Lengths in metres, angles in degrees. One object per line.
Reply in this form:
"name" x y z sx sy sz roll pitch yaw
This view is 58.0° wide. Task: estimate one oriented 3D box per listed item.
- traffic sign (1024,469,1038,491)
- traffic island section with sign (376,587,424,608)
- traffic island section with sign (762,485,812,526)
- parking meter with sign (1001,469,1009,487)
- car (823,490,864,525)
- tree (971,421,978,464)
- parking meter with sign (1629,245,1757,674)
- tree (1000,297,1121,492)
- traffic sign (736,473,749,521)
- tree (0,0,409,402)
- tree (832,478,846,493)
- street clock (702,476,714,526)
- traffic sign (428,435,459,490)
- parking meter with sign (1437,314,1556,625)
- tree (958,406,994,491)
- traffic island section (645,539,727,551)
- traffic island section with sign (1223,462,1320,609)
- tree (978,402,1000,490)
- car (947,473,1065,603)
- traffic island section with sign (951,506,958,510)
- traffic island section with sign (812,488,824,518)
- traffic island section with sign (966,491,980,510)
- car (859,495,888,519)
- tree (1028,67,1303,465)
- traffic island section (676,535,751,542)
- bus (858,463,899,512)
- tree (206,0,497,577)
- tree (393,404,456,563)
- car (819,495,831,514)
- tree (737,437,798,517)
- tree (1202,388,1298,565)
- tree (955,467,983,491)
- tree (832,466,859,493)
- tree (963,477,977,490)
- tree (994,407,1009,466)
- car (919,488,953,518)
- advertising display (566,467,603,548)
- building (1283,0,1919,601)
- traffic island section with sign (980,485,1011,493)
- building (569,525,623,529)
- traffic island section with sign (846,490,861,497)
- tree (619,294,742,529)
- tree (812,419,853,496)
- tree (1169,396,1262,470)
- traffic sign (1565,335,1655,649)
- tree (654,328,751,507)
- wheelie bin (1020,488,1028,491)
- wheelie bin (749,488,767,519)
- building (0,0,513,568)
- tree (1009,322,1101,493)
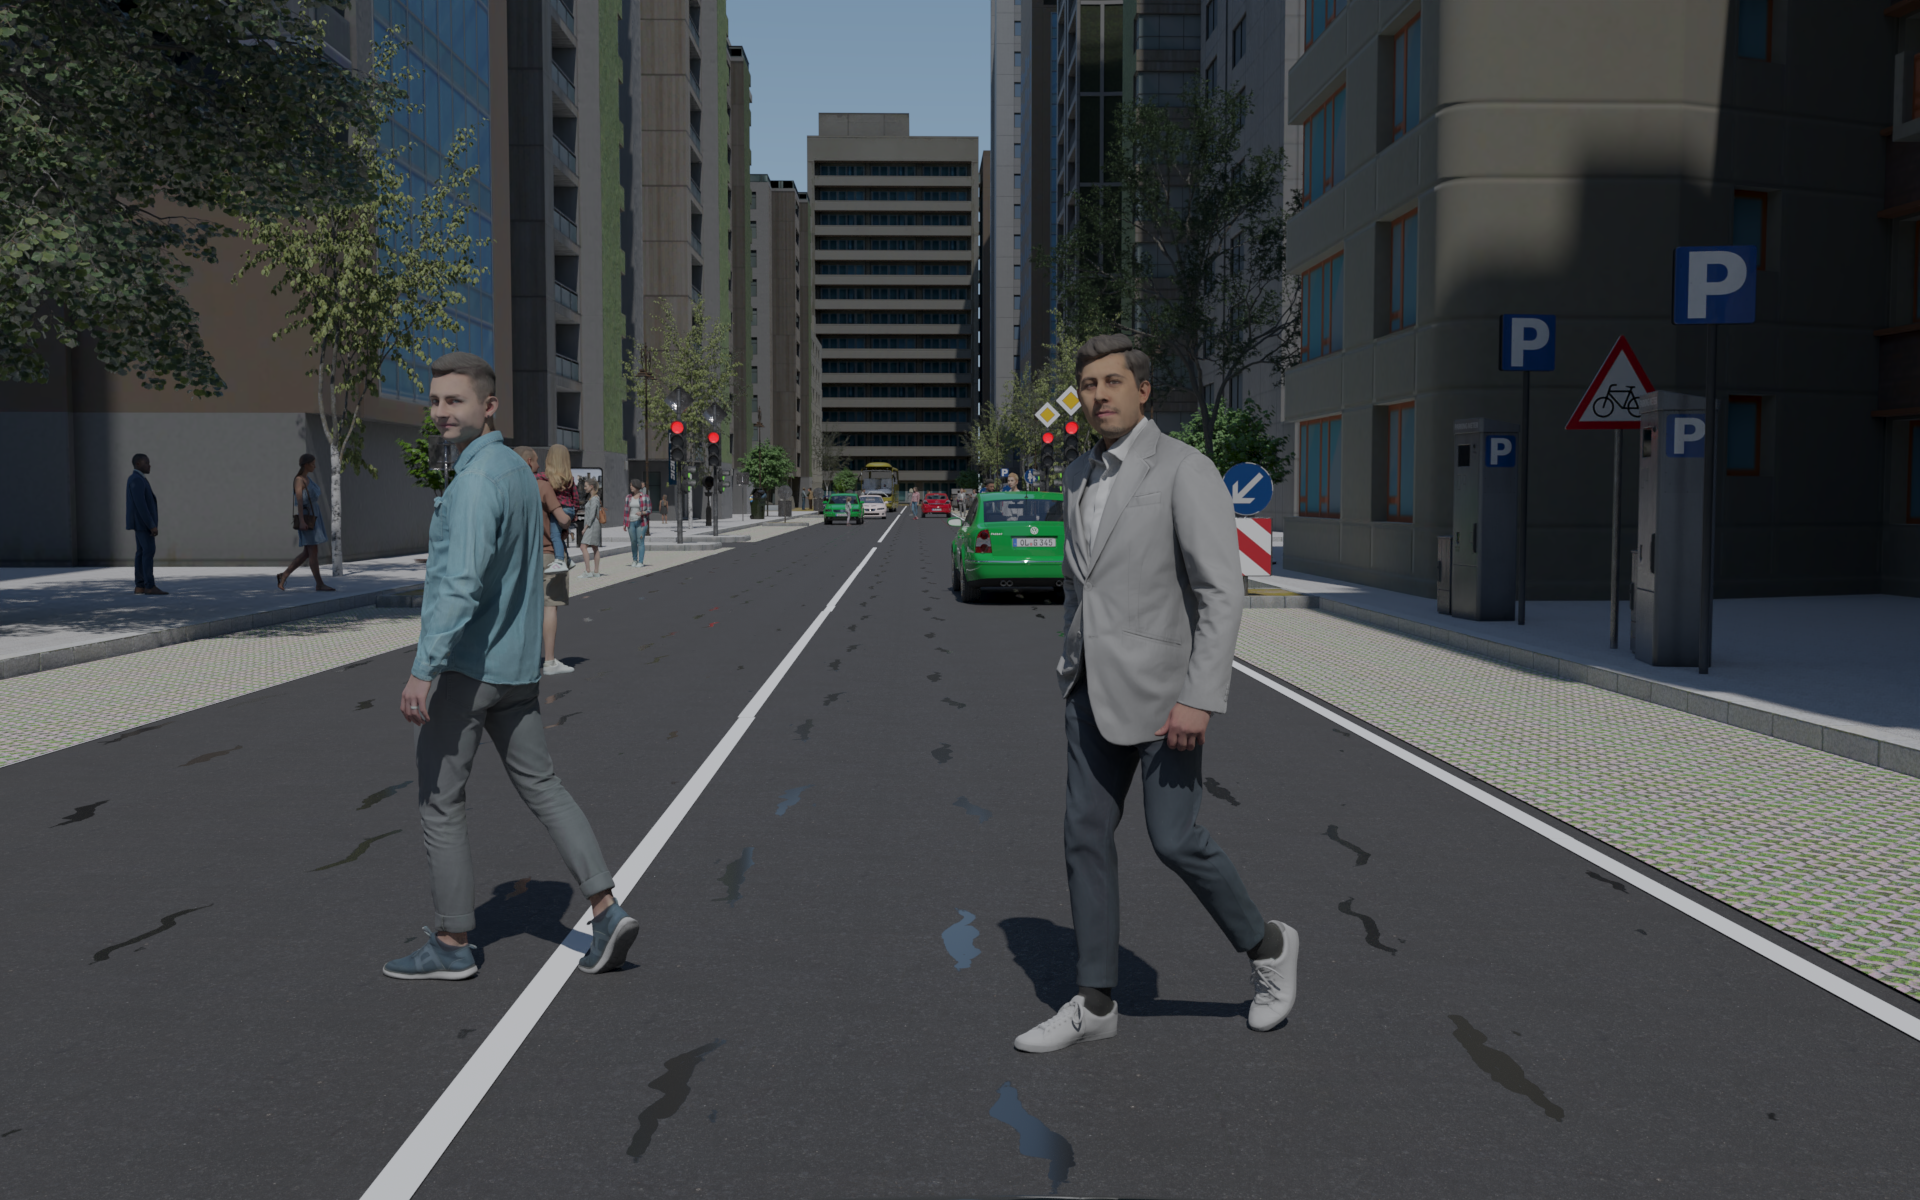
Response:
"traffic sign" 3.626 -5.345 87.502 0.768 2.556 0.104 0 4 3
"traffic island section with sign" -6.362 -0.858 22.654 1.989 1.847 2.006 0 4 -1
"traffic island section with sign" -7.762 -4.201 77.316 1.989 1.847 2.006 0 4 -1
"parking meter with sign" 3.098 -7.430 117.739 0.543 3.016 1.738 0 4 -3
"car" -5.491 -4.488 82.177 1.959 1.807 4.718 0 4 -1
"tree" 2.927 -11.198 133.453 4.737 8.622 4.395 0 3 0
"parking meter with sign" 5.438 -1.029 13.078 0.543 3.016 1.738 1 4 9
"tree" 4.553 -7.049 65.615 4.737 8.622 4.395 0 3 0
"traffic sign" -10.309 -4.898 82.210 0.606 2.300 0.079 0 4 1
"tree" -9.510 -6.668 15.676 9.857 13.997 8.962 0 3 0
"tree" -13.234 -12.190 193.909 1.663 3.219 1.824 0 3 0
"street clock" -10.032 -3.947 69.107 0.471 2.002 0.358 -3 4 -37
"traffic sign" -8.898 -1.706 30.028 0.606 2.300 0.079 0 4 -1
"parking meter with sign" 5.391 -1.312 17.704 0.543 3.016 1.738 0 4 -8
"tree" 2.259 -11.611 140.196 4.360 8.622 3.978 0 3 0
"traffic island section" -7.251 -1.373 44.730 2.009 0.180 2.903 0 4 -1
"traffic island section with sign" 3.468 -0.846 22.463 1.989 1.847 2.006 0 4 -1
"tree" 3.997 -8.985 97.262 4.737 8.622 4.395 0 3 0
"car" 0.828 -0.947 24.272 1.959 1.807 4.718 0 4 -3
"traffic island section with sign" 0.060 -8.933 154.688 1.989 1.847 2.006 0 4 -1
"traffic island section with sign" -8.461 -5.858 104.402 1.989 1.847 2.006 0 4 -1
"traffic island section with sign" 1.362 -5.879 104.757 1.989 1.847 2.006 0 4 -1
"car" -5.183 -5.371 100.176 2.083 1.381 4.827 0 4 -2
"tree" 5.520 -6.288 37.227 8.767 10.594 7.601 1 4 8
"traffic island section" -7.456 -1.861 52.712 2.009 0.180 2.903 0 4 -1
"bus" -6.386 -9.013 138.905 2.896 3.916 12.252 0 3 0
"tree" -9.479 -4.676 26.818 4.737 8.622 4.395 0 3 0
"tree" -9.872 -2.323 32.579 1.663 3.219 1.824 0 3 0
"car" -9.126 -6.783 123.489 1.945 1.354 3.894 0 4 0
"tree" -10.939 -7.041 98.837 4.285 4.588 4.351 0 3 0
"tree" 5.163 -2.265 31.634 1.663 3.219 1.824 0 3 0
"tree" 1.048 -13.538 205.054 4.285 4.588 4.351 0 3 0
"tree" -13.431 -13.525 204.843 4.285 4.588 4.351 0 3 0
"tree" 1.156 -12.409 197.484 1.663 3.219 1.824 0 3 0
"tree" 4.697 -8.034 81.712 4.360 8.622 3.978 0 3 0
"car" -1.461 -5.898 105.474 2.155 1.783 4.494 0 4 -2
"advertising display" -8.970 -2.206 41.286 0.974 1.923 0.123 -3 4 -38
"building" 19.727 -10.395 14.995 27.650 21.520 28.899 0 4 -1
"traffic island section with sign" 2.047 -4.231 77.810 1.989 1.847 2.006 0 4 -1
"building" -20.304 -23.143 61.989 14.154 41.232 14.086 0 4 -1
"traffic island section with sign" -9.754 -8.919 154.446 1.989 1.847 2.006 0 4 -1
"tree" -10.086 -6.890 63.009 4.737 8.622 4.395 0 3 0
"tree" -12.927 -13.475 170.682 4.360 8.622 3.978 0 3 0
"tree" 8.574 -4.459 56.617 4.285 4.588 4.351 0 3 0
"traffic sign" 5.426 -0.874 14.296 0.884 2.594 0.081 0 4 3
"tree" -11.241 -7.671 75.786 4.360 8.622 3.978 0 3 0
"wheelie bin" 3.439 -5.149 92.086 0.693 1.594 0.980 1 4 16
"wheelie bin" -10.218 -4.887 87.813 0.693 1.594 0.980 3 4 36
"building" -18.345 -23.603 36.015 14.200 45.320 14.600 0 4 -1
"tree" 5.027 -7.419 71.658 4.360 8.622 3.978 0 3 0
